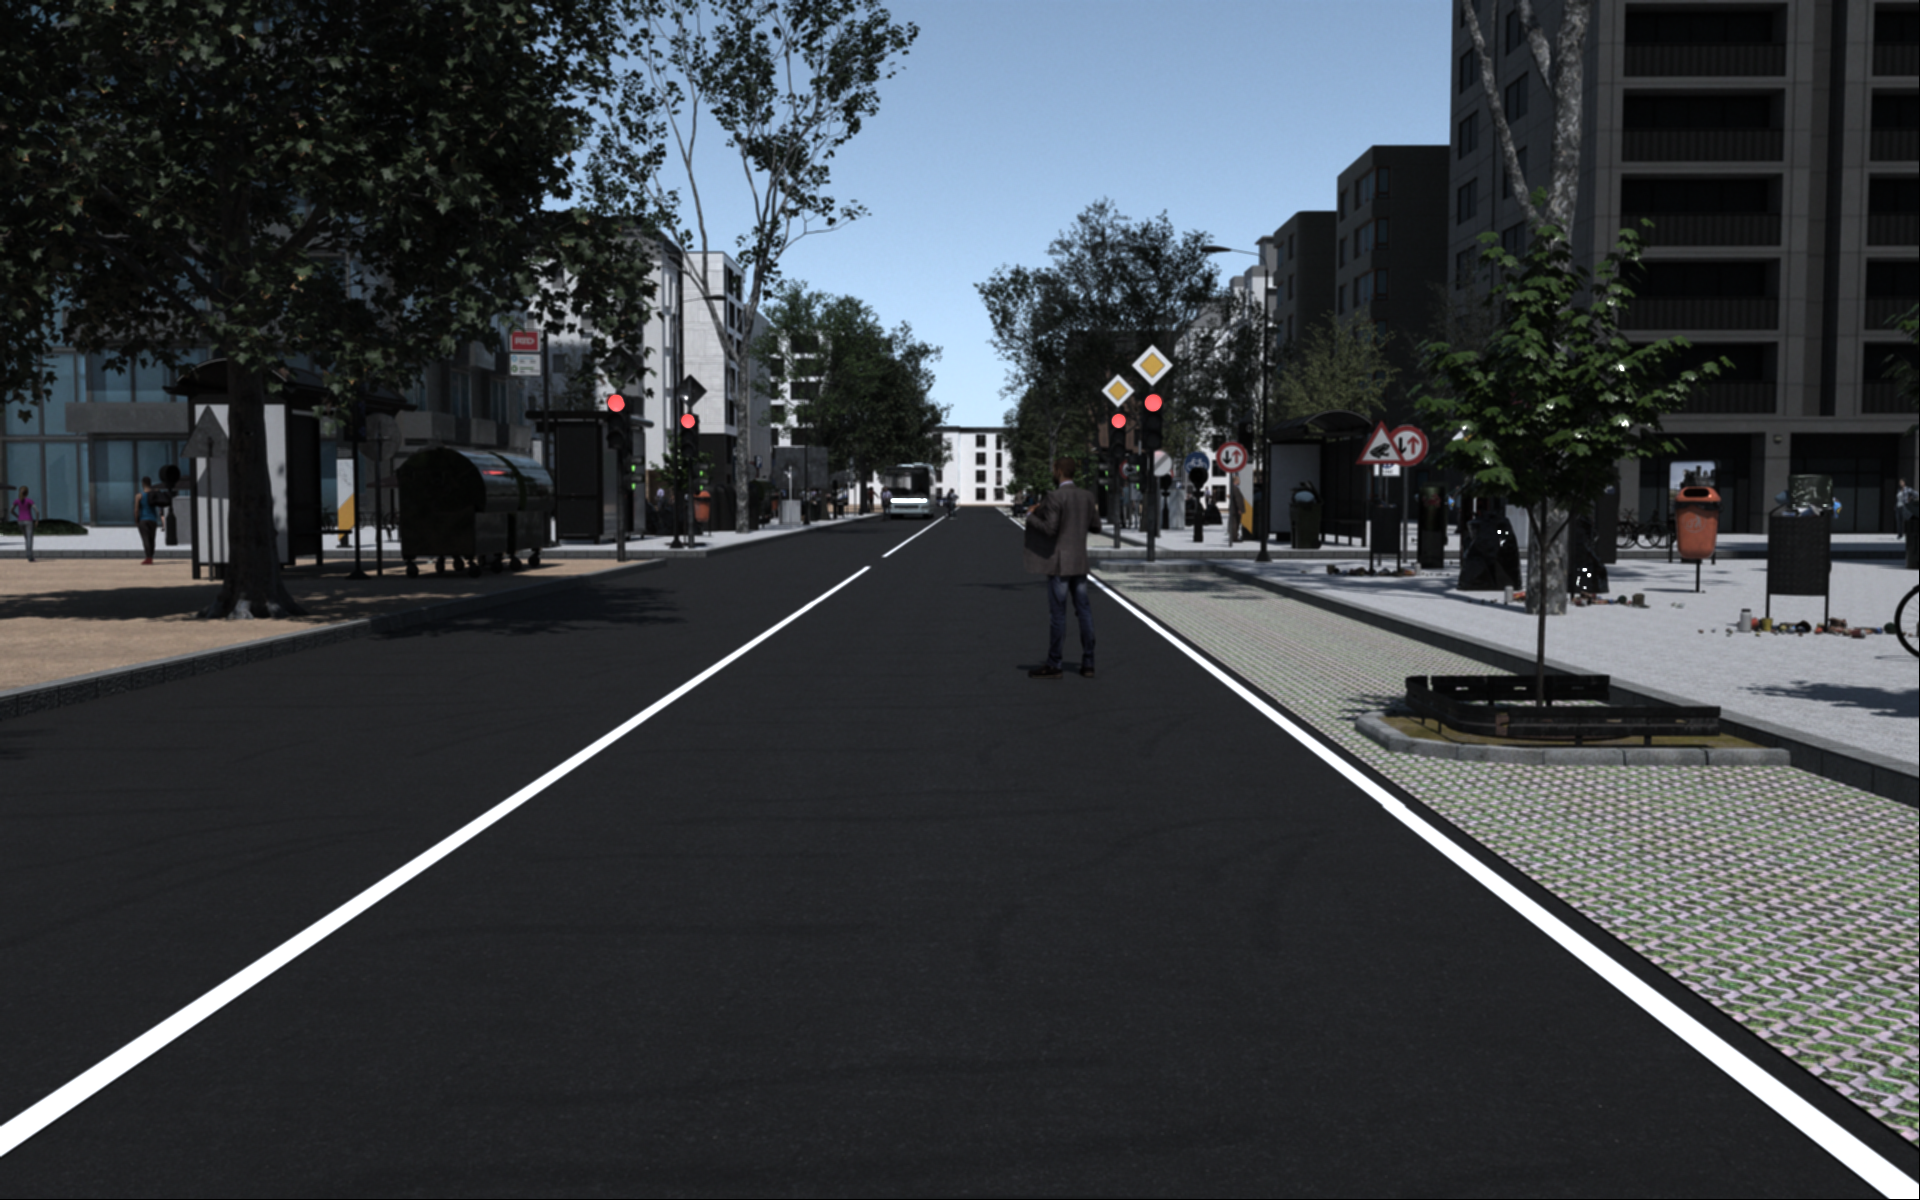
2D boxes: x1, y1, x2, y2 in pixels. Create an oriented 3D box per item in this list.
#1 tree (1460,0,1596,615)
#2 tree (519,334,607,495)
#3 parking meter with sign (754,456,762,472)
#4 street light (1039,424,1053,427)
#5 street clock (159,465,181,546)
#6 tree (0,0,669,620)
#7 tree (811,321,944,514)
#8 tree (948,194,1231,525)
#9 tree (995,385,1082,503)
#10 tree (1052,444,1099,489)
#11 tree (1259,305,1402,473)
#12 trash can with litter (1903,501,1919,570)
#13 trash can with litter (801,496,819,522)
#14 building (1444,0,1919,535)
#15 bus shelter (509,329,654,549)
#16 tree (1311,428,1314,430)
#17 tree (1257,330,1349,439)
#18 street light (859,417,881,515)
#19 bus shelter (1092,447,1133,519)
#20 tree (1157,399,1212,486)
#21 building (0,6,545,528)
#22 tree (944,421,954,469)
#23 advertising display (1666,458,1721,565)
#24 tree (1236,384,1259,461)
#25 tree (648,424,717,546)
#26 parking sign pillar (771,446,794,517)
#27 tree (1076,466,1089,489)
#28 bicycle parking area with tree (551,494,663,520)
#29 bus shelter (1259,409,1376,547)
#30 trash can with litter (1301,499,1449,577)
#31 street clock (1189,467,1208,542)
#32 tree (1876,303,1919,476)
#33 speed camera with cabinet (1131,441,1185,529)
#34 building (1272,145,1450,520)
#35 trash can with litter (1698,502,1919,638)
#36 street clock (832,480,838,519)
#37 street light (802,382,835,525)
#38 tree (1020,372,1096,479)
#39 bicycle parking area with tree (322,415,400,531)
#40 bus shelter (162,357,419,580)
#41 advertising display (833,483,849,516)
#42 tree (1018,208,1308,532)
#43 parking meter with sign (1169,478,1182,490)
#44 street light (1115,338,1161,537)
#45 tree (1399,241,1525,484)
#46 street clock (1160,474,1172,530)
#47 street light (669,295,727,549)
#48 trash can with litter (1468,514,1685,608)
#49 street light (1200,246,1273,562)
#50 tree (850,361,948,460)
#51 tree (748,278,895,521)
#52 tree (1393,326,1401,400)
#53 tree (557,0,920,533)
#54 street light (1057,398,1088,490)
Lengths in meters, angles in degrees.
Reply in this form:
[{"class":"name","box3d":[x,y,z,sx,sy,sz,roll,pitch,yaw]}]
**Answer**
[{"class":"tree","box3d":[6.705,-9.995,19.310,12.611,20.169,13.585,0,3,0]},{"class":"tree","box3d":[-17.958,-7.912,79.725,4.360,8.622,3.978,0,3,0]},{"class":"parking meter with sign","box3d":[-9.961,-5.077,79.263,1.738,3.016,0.543,1,4,22]},{"class":"street light","box3d":[5.949,-8.755,115.693,1.470,5.913,1.316,0,4,1]},{"class":"street clock","box3d":[-19.647,-2.357,43.108,0.358,2.002,0.471,1,4,23]},{"class":"tree","box3d":[-7.553,-6.168,17.847,9.611,12.733,9.660,0,3,0]},{"class":"tree","box3d":[-6.398,-12.006,113.304,9.611,12.733,9.660,0,3,0]},{"class":"tree","box3d":[6.195,-9.893,72.112,12.009,13.543,11.850,0,3,0]},{"class":"tree","box3d":[8.369,-15.820,175.670,9.611,12.733,9.660,0,3,0]},{"class":"tree","box3d":[7.645,-7.881,112.565,4.285,4.588,4.351,0,3,0]},{"class":"tree","box3d":[14.869,-7.142,67.138,4.737,8.622,4.395,0,3,0]},{"class":"trash can with litter","box3d":[16.409,-1.088,29.180,0.624,1.170,1.055,0,4,-7]},{"class":"trash can with litter","box3d":[-7.112,-4.255,80.949,1.055,1.170,0.624,1,4,16]},{"class":"building","box3d":[30.989,-38.180,62.496,20.611,71.187,20.563,0,4,1]},{"class":"bus shelter","box3d":[-9.833,-4.112,44.859,2.179,5.291,8.768,0,4,1]},{"class":"tree","box3d":[15.423,-9.565,90.800,7.601,10.594,8.767,0,4,-5]},{"class":"tree","box3d":[15.689,-7.805,77.976,4.360,8.622,3.978,0,3,0]},{"class":"street light","box3d":[-5.431,-8.056,104.261,1.470,5.913,1.316,0,4,1]},{"class":"bus shelter","box3d":[7.774,-5.940,88.405,1.731,3.624,6.357,0,4,1]},{"class":"tree","box3d":[13.845,-9.738,109.576,4.737,8.622,4.395,0,3,0]},{"class":"building","box3d":[-32.924,-28.074,78.623,23.786,49.044,30.456,0,4,1]},{"class":"tree","box3d":[-5.678,-13.837,143.250,9.611,12.733,9.660,0,3,0]},{"class":"advertising display","box3d":[13.446,-1.625,31.778,0.123,1.923,0.974,-3,4,-36]},{"class":"tree","box3d":[17.655,-9.088,98.944,4.737,8.622,4.395,0,3,0]},{"class":"tree","box3d":[-7.012,-2.980,43.322,1.663,3.219,1.824,0,3,0]},{"class":"parking sign pillar","box3d":[-9.764,-6.556,95.661,1.447,3.967,1.447,0,4,3]},{"class":"tree","box3d":[6.670,-6.545,101.615,1.663,3.219,1.824,0,3,0]},{"class":"bicycle parking area with tree","box3d":[-16.334,-6.197,88.331,8.231,4.147,9.016,1,4,16]},{"class":"bus shelter","box3d":[9.061,-3.074,44.186,2.014,3.302,5.546,0,4,0]},{"class":"trash can with litter","box3d":[6.508,-1.012,27.611,1.678,1.210,2.233,-3,5,-42]},{"class":"street clock","box3d":[6.334,-2.533,45.990,0.471,2.002,0.358,3,5,44]},{"class":"tree","box3d":[5.877,-0.912,9.507,1.663,3.219,1.824,0,3,0]},{"class":"speed camera with cabinet","box3d":[7.327,-4.263,64.036,2.038,3.252,0.660,3,4,38]},{"class":"building","box3d":[34.400,-15.619,100.415,27.650,21.520,28.899,0,4,1]},{"class":"trash can with litter","box3d":[8.061,-0.290,15.804,2.233,1.210,1.678,2,4,34]},{"class":"street clock","box3d":[-6.494,-5.229,90.072,0.358,2.002,0.471,-1,4,-9]},{"class":"street light","box3d":[-5.880,-6.093,72.168,1.470,5.913,1.316,0,4,1]},{"class":"tree","box3d":[8.487,-14.218,150.587,7.486,12.596,7.792,0,3,0]},{"class":"bicycle parking area with tree","box3d":[-21.387,-4.424,59.332,9.016,4.147,8.231,3,5,42]},{"class":"bus shelter","box3d":[-10.739,-2.107,28.371,2.014,3.302,5.546,0,4,1]},{"class":"advertising display","box3d":[-7.077,-5.959,102.641,0.974,1.923,0.123,1,4,18]},{"class":"tree","box3d":[6.155,-7.529,57.510,8.767,10.594,7.601,0,4,-4]},{"class":"parking meter with sign","box3d":[10.242,-5.290,82.756,0.543,3.016,1.738,-2,4,-29]},{"class":"street light","box3d":[5.315,-4.846,51.772,1.470,5.913,1.316,0,4,1]},{"class":"tree","box3d":[15.636,-6.167,51.188,4.360,8.622,3.978,0,3,0]},{"class":"street clock","box3d":[7.435,-3.549,62.599,0.358,2.002,0.471,-2,4,-25]},{"class":"street light","box3d":[-6.124,-4.159,40.547,1.470,5.913,1.316,0,4,1]},{"class":"trash can with litter","box3d":[7.224,-0.556,20.142,2.233,1.210,1.678,3,5,43]},{"class":"street light","box3d":[5.194,-3.670,32.551,1.470,5.913,1.316,0,4,1]},{"class":"tree","box3d":[-5.781,-15.253,159.754,12.009,13.543,11.850,0,3,0]},{"class":"tree","box3d":[-6.740,-9.685,84.103,9.928,11.665,9.643,0,3,0]},{"class":"tree","box3d":[17.125,-6.651,59.104,4.360,8.622,3.978,0,3,0]},{"class":"tree","box3d":[-8.060,-12.307,57.104,12.611,20.169,13.585,0,3,0]},{"class":"street light","box3d":[5.577,-6.781,83.413,1.470,5.913,1.316,0,4,1]}]
